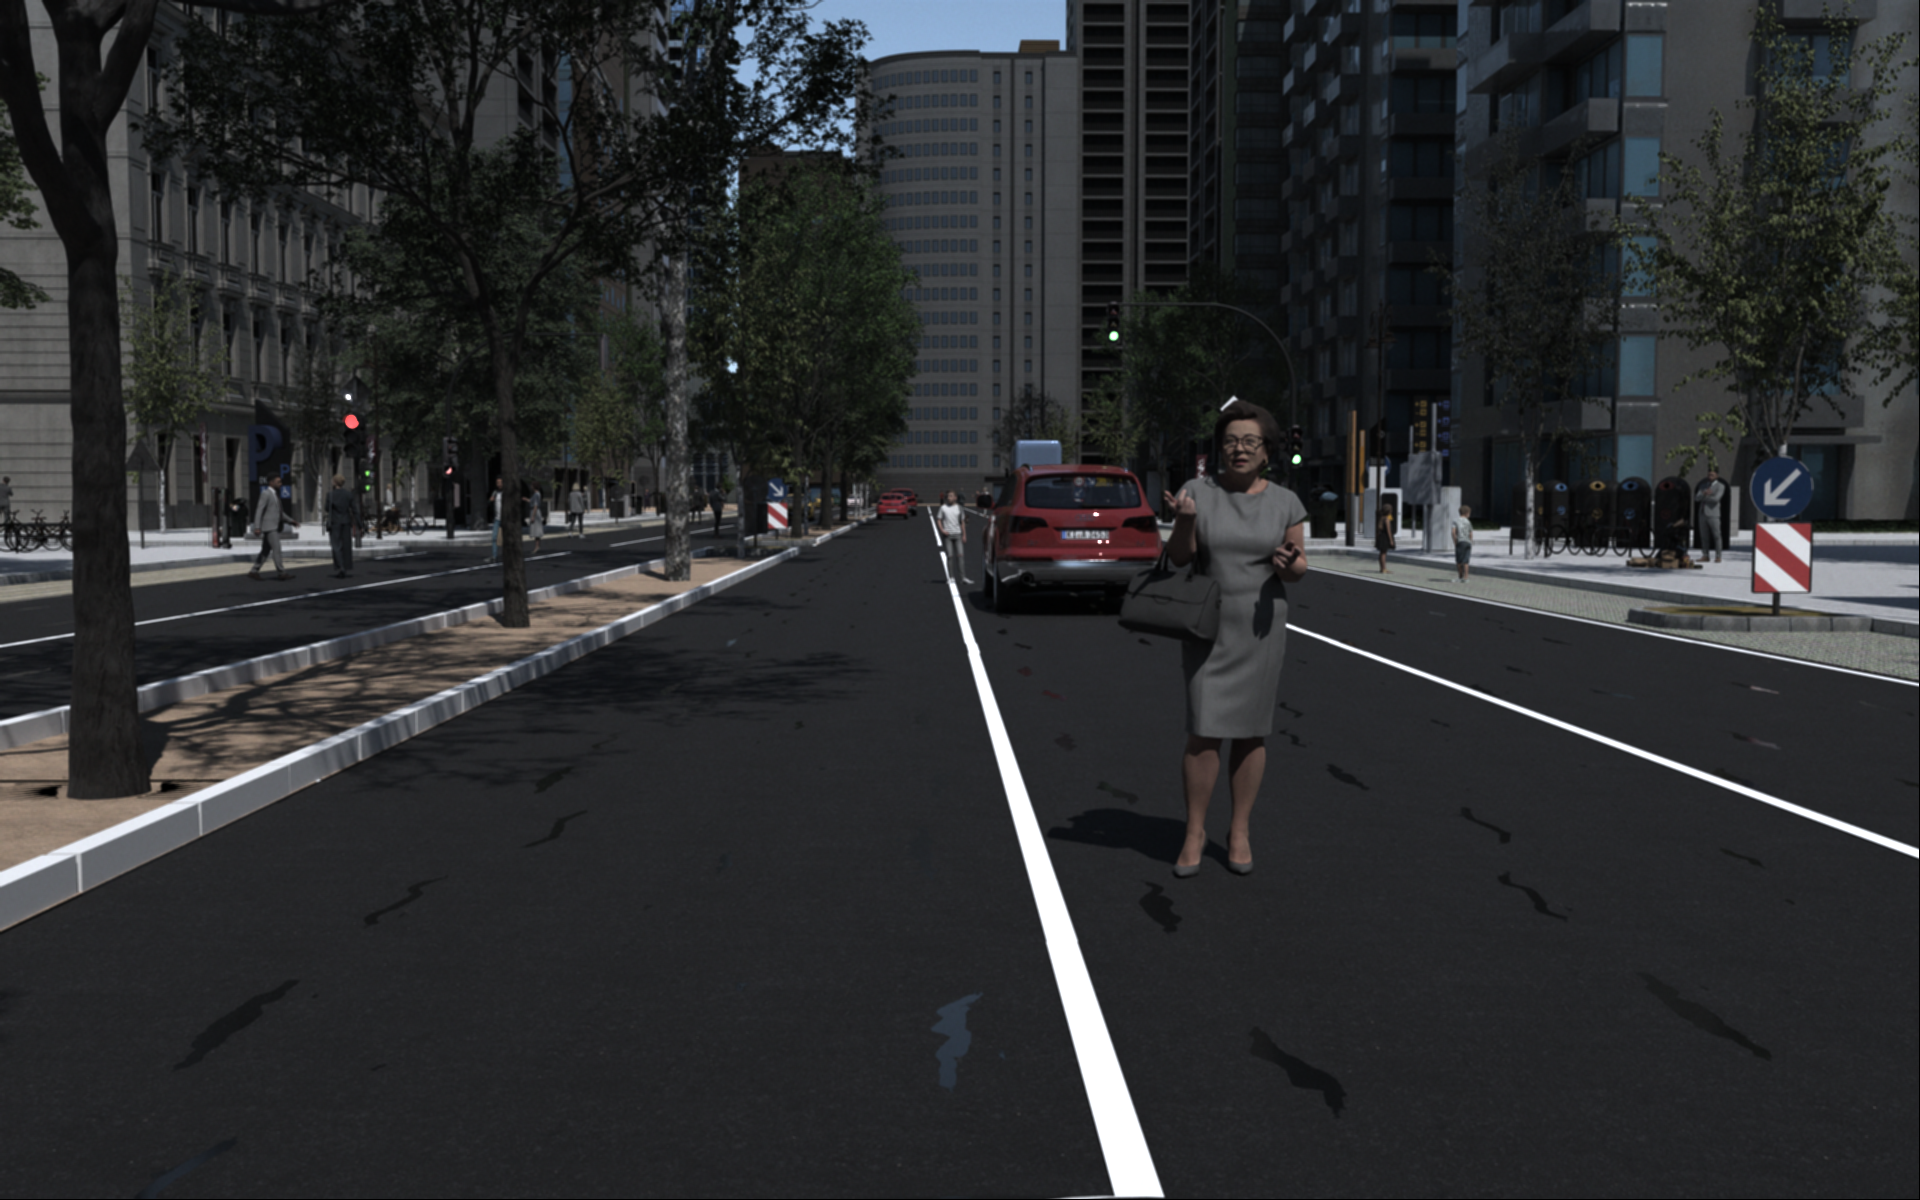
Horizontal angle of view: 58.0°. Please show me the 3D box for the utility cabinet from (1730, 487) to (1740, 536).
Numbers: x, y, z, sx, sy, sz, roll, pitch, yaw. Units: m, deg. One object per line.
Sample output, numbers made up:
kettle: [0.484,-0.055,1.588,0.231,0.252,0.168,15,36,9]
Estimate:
utility cabinet: [22.735,-2.649,51.988,1.173,1.500,0.318,1,4,22]

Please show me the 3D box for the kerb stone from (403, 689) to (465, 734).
kerb stone: [-3.293,0.698,10.781,0.120,0.150,1.000,0,4,-1]

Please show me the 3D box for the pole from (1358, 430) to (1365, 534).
pole: [12.840,-3.763,55.369,0.158,3.312,0.155,0,3,0]

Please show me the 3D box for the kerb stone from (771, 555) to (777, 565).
kerb stone: [-3.775,-0.742,34.333,0.120,0.150,1.000,0,4,-1]

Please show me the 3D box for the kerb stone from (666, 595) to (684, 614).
kerb stone: [-3.511,0.071,21.032,0.120,0.150,1.000,0,4,-1]

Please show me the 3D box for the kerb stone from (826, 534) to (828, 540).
kerb stone: [-4.140,-1.839,52.322,0.120,0.150,1.000,0,4,-1]

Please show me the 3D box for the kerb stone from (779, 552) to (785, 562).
kerb stone: [-3.821,-0.867,36.377,0.120,0.150,1.000,0,4,-1]

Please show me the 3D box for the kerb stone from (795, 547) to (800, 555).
kerb stone: [-3.898,-1.117,40.480,0.120,0.150,1.000,0,4,-1]

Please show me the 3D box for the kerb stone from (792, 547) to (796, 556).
kerb stone: [-3.884,-1.056,39.457,0.120,0.150,1.000,0,4,-1]

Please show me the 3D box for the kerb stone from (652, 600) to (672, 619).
kerb stone: [-3.486,0.134,20.006,0.120,0.150,1.000,0,4,-1]

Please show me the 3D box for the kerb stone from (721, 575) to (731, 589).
kerb stone: [-3.610,-0.242,26.149,0.120,0.150,1.000,0,4,-1]

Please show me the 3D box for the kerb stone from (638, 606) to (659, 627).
kerb stone: [-3.458,0.197,18.976,0.120,0.150,1.000,0,4,-1]

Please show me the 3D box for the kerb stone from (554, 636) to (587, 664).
kerb stone: [-3.383,0.448,14.872,0.120,0.150,1.000,0,4,-1]

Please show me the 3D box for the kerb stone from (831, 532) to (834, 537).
kerb stone: [-4.212,-2.028,55.393,0.120,0.150,1.000,0,4,-1]

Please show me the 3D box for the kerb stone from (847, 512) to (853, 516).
kerb stone: [-7.646,-6.042,120.984,0.120,0.150,1.000,0,4,-1]

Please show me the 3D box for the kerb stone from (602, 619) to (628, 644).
kerb stone: [-3.417,0.324,16.925,0.120,0.150,1.000,0,4,-1]

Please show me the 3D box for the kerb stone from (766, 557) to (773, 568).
kerb stone: [-3.756,-0.680,33.312,0.120,0.150,1.000,0,4,-1]

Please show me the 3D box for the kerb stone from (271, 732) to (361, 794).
kerb stone: [-3.257,0.825,8.734,0.120,0.150,1.000,0,4,-1]

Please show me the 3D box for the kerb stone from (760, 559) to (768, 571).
kerb stone: [-3.736,-0.617,32.290,0.120,0.150,1.000,0,4,-1]

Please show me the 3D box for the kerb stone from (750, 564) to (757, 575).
kerb stone: [-3.690,-0.492,30.239,0.120,0.150,1.000,0,4,-1]

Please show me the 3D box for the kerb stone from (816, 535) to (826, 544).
kerb stone: [-4.124,-1.780,51.300,0.120,0.150,1.000,0,4,-1]

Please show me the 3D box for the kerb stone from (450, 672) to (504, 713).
kerb stone: [-3.312,0.637,11.807,0.120,0.150,1.000,0,4,-1]

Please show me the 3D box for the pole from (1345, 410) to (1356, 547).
pole: [9.560,-2.968,42.364,0.158,3.312,0.155,0,3,0]

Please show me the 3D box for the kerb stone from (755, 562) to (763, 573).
kerb stone: [-3.718,-0.554,31.265,0.120,0.150,1.000,0,4,-1]

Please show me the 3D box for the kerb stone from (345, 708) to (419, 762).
kerb stone: [-3.272,0.761,9.759,0.120,0.150,1.000,0,4,-1]

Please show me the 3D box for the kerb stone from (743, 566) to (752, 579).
kerb stone: [-3.668,-0.429,29.217,0.120,0.150,1.000,0,4,-1]

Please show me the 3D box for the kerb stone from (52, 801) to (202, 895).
kerb stone: [-3.208,0.949,6.685,0.120,0.150,1.000,0,4,-1]

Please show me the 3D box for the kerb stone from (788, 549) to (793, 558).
kerb stone: [-3.857,-0.993,38.430,0.120,0.150,1.000,0,4,-1]

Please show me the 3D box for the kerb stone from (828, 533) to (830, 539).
kerb stone: [-4.165,-1.905,53.349,0.120,0.150,1.000,0,4,-1]

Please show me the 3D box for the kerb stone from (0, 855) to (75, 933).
kerb stone: [-3.193,1.012,5.663,0.120,0.150,1.000,0,4,-1]

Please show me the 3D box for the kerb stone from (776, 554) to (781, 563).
kerb stone: [-3.801,-0.805,35.355,0.120,0.150,1.000,0,4,-1]

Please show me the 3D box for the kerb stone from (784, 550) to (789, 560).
kerb stone: [-3.837,-0.930,37.408,0.120,0.150,1.000,0,4,-1]

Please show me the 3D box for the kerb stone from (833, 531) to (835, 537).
kerb stone: [-4.232,-2.093,56.415,0.120,0.150,1.000,0,4,-1]

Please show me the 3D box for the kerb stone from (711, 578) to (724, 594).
kerb stone: [-3.582,-0.179,25.127,0.120,0.150,1.000,0,4,-1]

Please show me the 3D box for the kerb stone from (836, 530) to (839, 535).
kerb stone: [-4.269,-2.218,58.463,0.120,0.150,1.000,0,4,-1]

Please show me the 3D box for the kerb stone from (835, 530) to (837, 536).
kerb stone: [-4.245,-2.150,57.441,0.120,0.150,1.000,0,4,-1]

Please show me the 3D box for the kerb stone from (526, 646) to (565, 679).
kerb stone: [-3.347,0.510,13.850,0.120,0.150,1.000,0,4,-1]

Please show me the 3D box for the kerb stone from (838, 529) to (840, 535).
kerb stone: [-4.296,-2.278,59.500,0.120,0.150,1.000,0,4,-1]

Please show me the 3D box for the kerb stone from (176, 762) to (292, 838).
kerb stone: [-3.230,0.886,7.713,0.120,0.150,1.000,0,4,-1]

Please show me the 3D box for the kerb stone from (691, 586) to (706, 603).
kerb stone: [-3.545,-0.054,23.076,0.120,0.150,1.000,0,4,-1]

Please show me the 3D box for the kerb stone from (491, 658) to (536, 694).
kerb stone: [-3.334,0.573,12.828,0.120,0.150,1.000,0,4,-1]

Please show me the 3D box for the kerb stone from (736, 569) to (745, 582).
kerb stone: [-3.648,-0.367,28.195,0.120,0.150,1.000,0,4,-1]

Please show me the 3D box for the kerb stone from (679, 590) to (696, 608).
kerb stone: [-3.525,0.009,22.054,0.120,0.150,1.000,0,4,-1]

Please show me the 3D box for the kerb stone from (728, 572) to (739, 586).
kerb stone: [-3.628,-0.304,27.174,0.120,0.150,1.000,0,4,-1]

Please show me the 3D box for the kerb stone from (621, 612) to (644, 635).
kerb stone: [-3.441,0.260,17.947,0.120,0.150,1.000,0,4,-1]

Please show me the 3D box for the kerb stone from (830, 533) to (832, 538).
kerb stone: [-4.187,-1.968,54.371,0.120,0.150,1.000,0,4,-1]

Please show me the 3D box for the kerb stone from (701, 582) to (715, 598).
kerb stone: [-3.567,-0.117,24.105,0.120,0.150,1.000,0,4,-1]

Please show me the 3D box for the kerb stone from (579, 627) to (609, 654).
kerb stone: [-3.401,0.385,15.903,0.120,0.150,1.000,0,4,-1]
